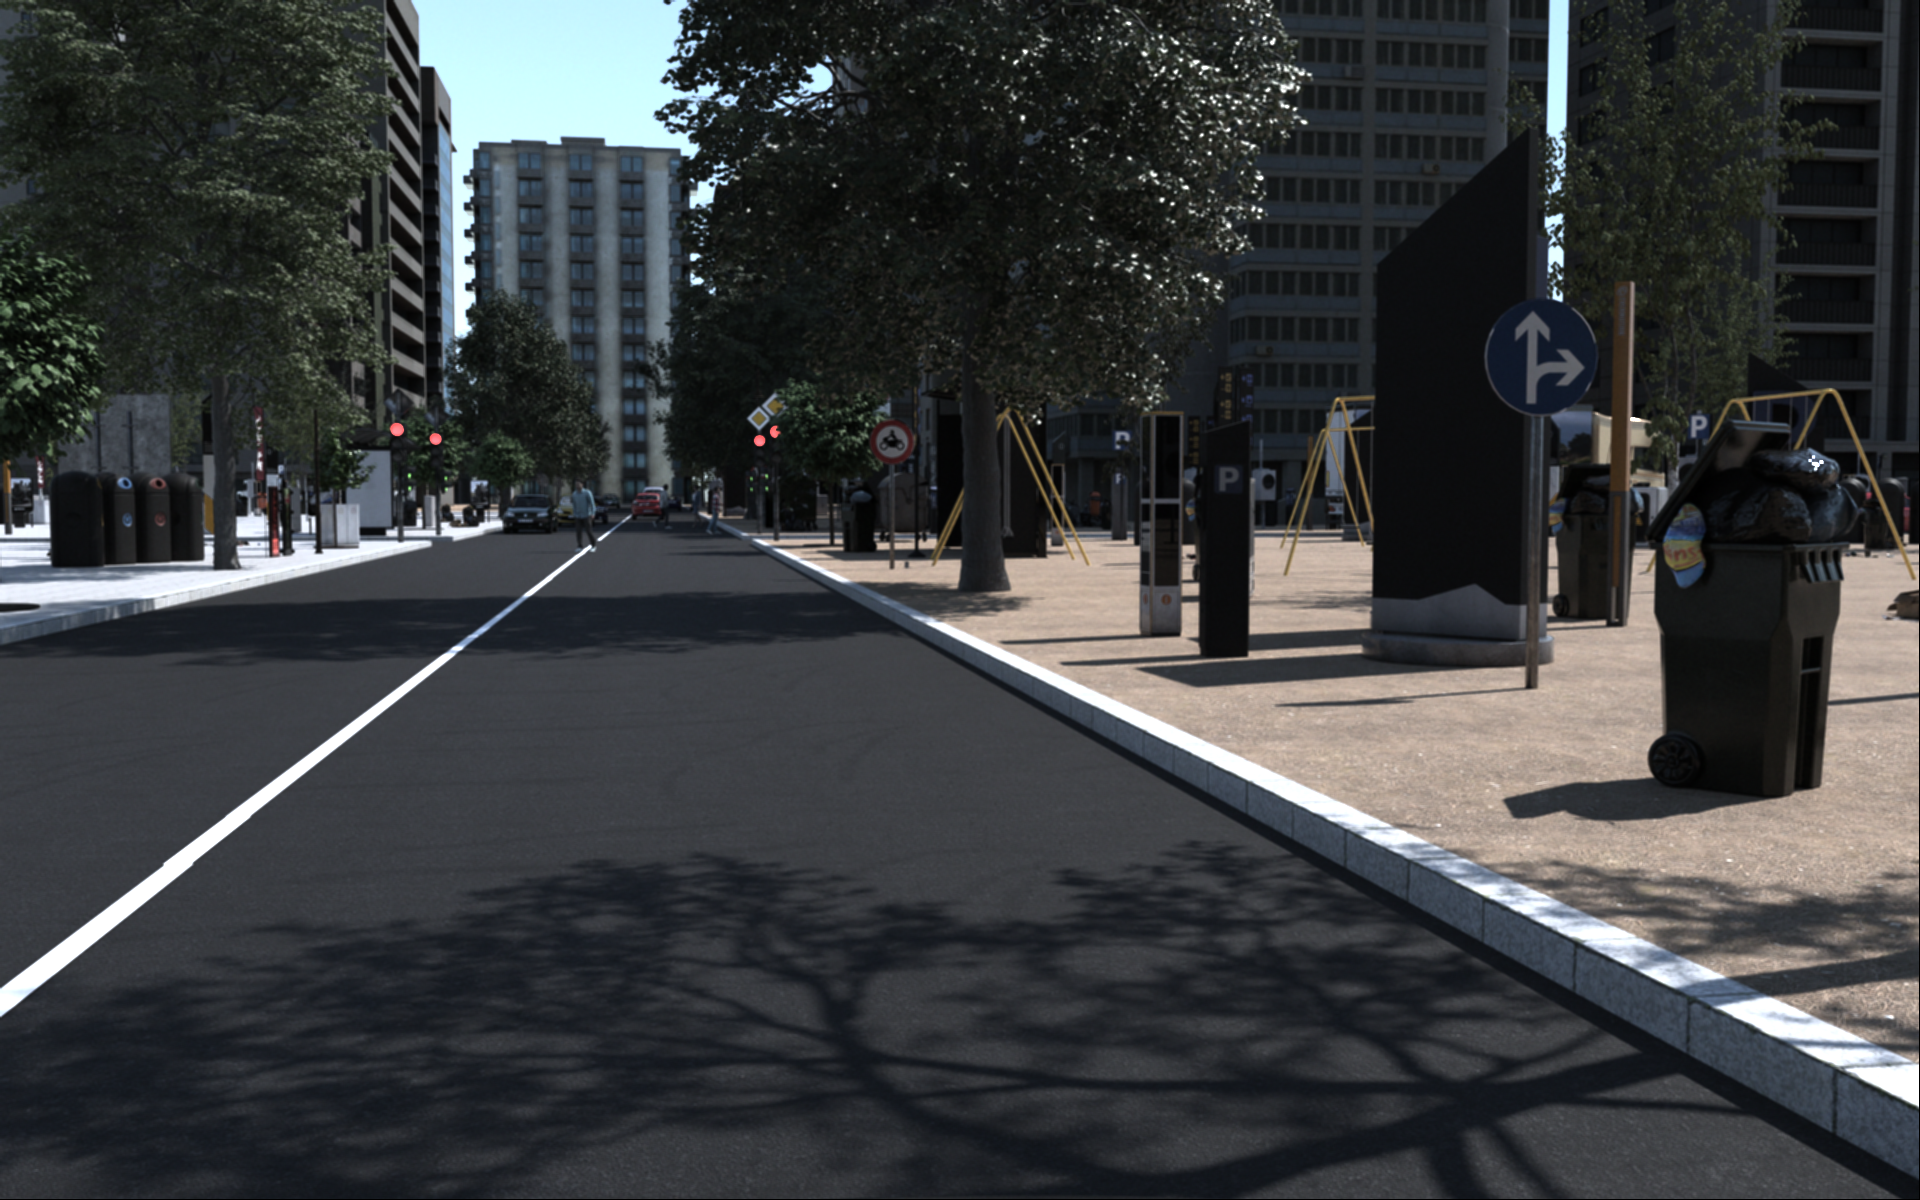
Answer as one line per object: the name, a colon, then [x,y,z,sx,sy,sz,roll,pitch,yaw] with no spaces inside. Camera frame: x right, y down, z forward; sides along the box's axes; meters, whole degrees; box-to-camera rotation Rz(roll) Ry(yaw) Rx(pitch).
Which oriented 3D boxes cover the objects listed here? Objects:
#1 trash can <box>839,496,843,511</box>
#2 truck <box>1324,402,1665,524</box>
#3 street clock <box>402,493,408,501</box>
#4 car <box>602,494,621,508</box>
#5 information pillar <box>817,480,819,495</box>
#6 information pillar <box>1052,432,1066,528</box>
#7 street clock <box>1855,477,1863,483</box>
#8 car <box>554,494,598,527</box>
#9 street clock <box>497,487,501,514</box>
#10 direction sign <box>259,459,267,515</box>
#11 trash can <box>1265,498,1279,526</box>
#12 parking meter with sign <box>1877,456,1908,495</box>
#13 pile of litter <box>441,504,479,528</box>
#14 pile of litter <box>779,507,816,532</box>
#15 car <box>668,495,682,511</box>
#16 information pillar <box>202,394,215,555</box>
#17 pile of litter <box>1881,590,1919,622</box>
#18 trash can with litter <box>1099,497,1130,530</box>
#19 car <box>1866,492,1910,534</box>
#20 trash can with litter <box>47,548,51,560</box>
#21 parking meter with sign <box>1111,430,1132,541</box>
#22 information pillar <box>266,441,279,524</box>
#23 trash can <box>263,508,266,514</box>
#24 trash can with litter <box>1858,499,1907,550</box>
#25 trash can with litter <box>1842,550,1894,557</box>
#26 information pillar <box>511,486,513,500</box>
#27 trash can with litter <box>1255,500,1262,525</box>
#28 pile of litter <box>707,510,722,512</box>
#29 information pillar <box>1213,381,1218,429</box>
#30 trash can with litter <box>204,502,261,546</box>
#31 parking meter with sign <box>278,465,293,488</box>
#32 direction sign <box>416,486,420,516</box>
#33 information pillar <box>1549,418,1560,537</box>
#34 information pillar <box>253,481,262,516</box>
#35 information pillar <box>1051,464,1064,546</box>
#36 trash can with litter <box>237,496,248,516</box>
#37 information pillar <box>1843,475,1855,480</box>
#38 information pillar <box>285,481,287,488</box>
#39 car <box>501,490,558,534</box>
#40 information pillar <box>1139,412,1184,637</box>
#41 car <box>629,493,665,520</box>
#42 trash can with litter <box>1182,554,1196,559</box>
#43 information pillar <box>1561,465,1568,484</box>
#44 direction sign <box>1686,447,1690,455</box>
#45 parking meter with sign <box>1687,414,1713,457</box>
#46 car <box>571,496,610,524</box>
trash can: [-8.433,-6.990,125.933,0.748,1.137,0.748,0,3,0]
truck: [17.341,-4.043,55.013,11.283,4.237,2.839,-1,4,-10]
street clock: [-24.938,-4.490,77.976,0.471,2.002,0.358,2,4,34]
car: [-35.355,-9.992,175.167,2.131,1.459,4.920,-1,4,-10]
information pillar: [-9.924,-7.871,120.052,0.183,3.616,0.504,-3,5,-40]
information pillar: [3.709,-4.494,64.826,0.504,3.616,0.183,-1,4,-13]
street clock: [37.669,-4.175,72.835,0.471,2.002,0.358,0,4,-6]
car: [-17.149,-4.094,77.160,2.015,1.641,3.980,-1,4,-12]
street clock: [-27.915,-6.161,105.296,0.358,2.002,0.471,2,4,31]
direction sign: [-42.378,-6.955,105.718,0.876,3.537,0.379,1,4,15]
trash can: [12.334,-3.503,68.934,0.748,1.137,0.748,0,3,0]
parking meter with sign: [42.663,-5.042,78.697,1.738,3.016,0.543,1,4,17]
pile of litter: [-19.355,-3.261,67.280,1.176,0.858,1.719,2,4,24]
pile of litter: [-5.772,-2.791,59.593,1.719,0.858,1.176,3,4,36]
car: [-24.118,-8.064,144.422,1.945,1.354,3.894,-1,4,-10]
information pillar: [-15.663,-2.760,36.480,0.504,3.616,0.183,-1,4,-8]
pile of litter: [10.184,-0.244,17.962,1.719,0.858,1.176,-1,4,-23]
trash can with litter: [5.569,-3.108,62.204,1.055,1.170,0.624,0,4,-6]
car: [30.772,-2.967,57.543,4.494,1.783,2.155,-1,4,-12]
trash can with litter: [-17.454,-1.368,33.754,1.055,1.170,0.624,2,4,33]
parking meter with sign: [4.466,-3.184,48.321,0.543,3.016,1.738,0,4,2]
information pillar: [-29.048,-5.003,73.151,0.504,3.616,0.183,0,4,-6]
trash can: [-43.053,-5.882,107.823,0.748,1.137,0.748,0,3,0]
trash can with litter: [21.419,-1.765,40.240,1.055,1.170,0.624,-1,4,-20]
trash can with litter: [17.928,-1.500,35.582,2.233,1.210,1.678,2,4,34]
information pillar: [-28.136,-7.179,108.735,0.183,3.616,0.504,0,4,-5]
trash can with litter: [11.960,-3.631,70.749,0.624,1.170,1.055,3,4,38]
pile of litter: [-17.460,-6.725,123.916,1.176,0.858,1.719,-1,4,-19]
information pillar: [4.870,-2.515,32.475,0.183,3.616,0.504,-1,4,-12]
trash can with litter: [-18.289,-1.954,43.013,1.678,1.210,2.233,-1,4,-13]
parking meter with sign: [-40.375,-6.594,104.070,0.543,3.016,1.738,0,4,3]
direction sign: [-32.499,-6.822,103.532,0.876,3.537,0.379,1,4,22]
information pillar: [17.634,-3.683,51.567,0.183,3.616,0.504,-2,4,-24]
information pillar: [-40.991,-5.907,101.066,0.304,2.012,0.304,2,4,33]
information pillar: [2.413,-2.342,42.783,0.304,2.012,0.304,0,4,7]
trash can with litter: [-42.026,-5.509,101.463,0.624,1.170,1.055,-1,4,-21]
information pillar: [33.645,-3.737,65.594,0.304,2.012,0.304,-1,4,-18]
information pillar: [-36.910,-5.505,94.497,0.304,2.012,0.304,0,4,4]
car: [-15.812,-3.305,63.818,2.009,1.686,4.222,-1,4,-8]
information pillar: [1.815,-0.681,15.629,0.304,2.012,0.304,-1,4,-14]
car: [-17.360,-5.346,96.443,2.155,1.783,4.494,-1,4,-10]
trash can with litter: [4.884,-1.432,34.467,2.233,1.210,1.678,-1,4,-12]
information pillar: [15.409,-2.404,43.794,0.304,2.012,0.304,-3,5,-41]
direction sign: [34.999,-5.588,83.354,0.379,3.537,0.876,1,4,15]
parking meter with sign: [16.803,-2.565,38.196,1.738,3.016,0.543,-2,4,-32]
car: [-17.941,-4.363,83.923,1.945,1.354,3.894,-1,4,-11]
